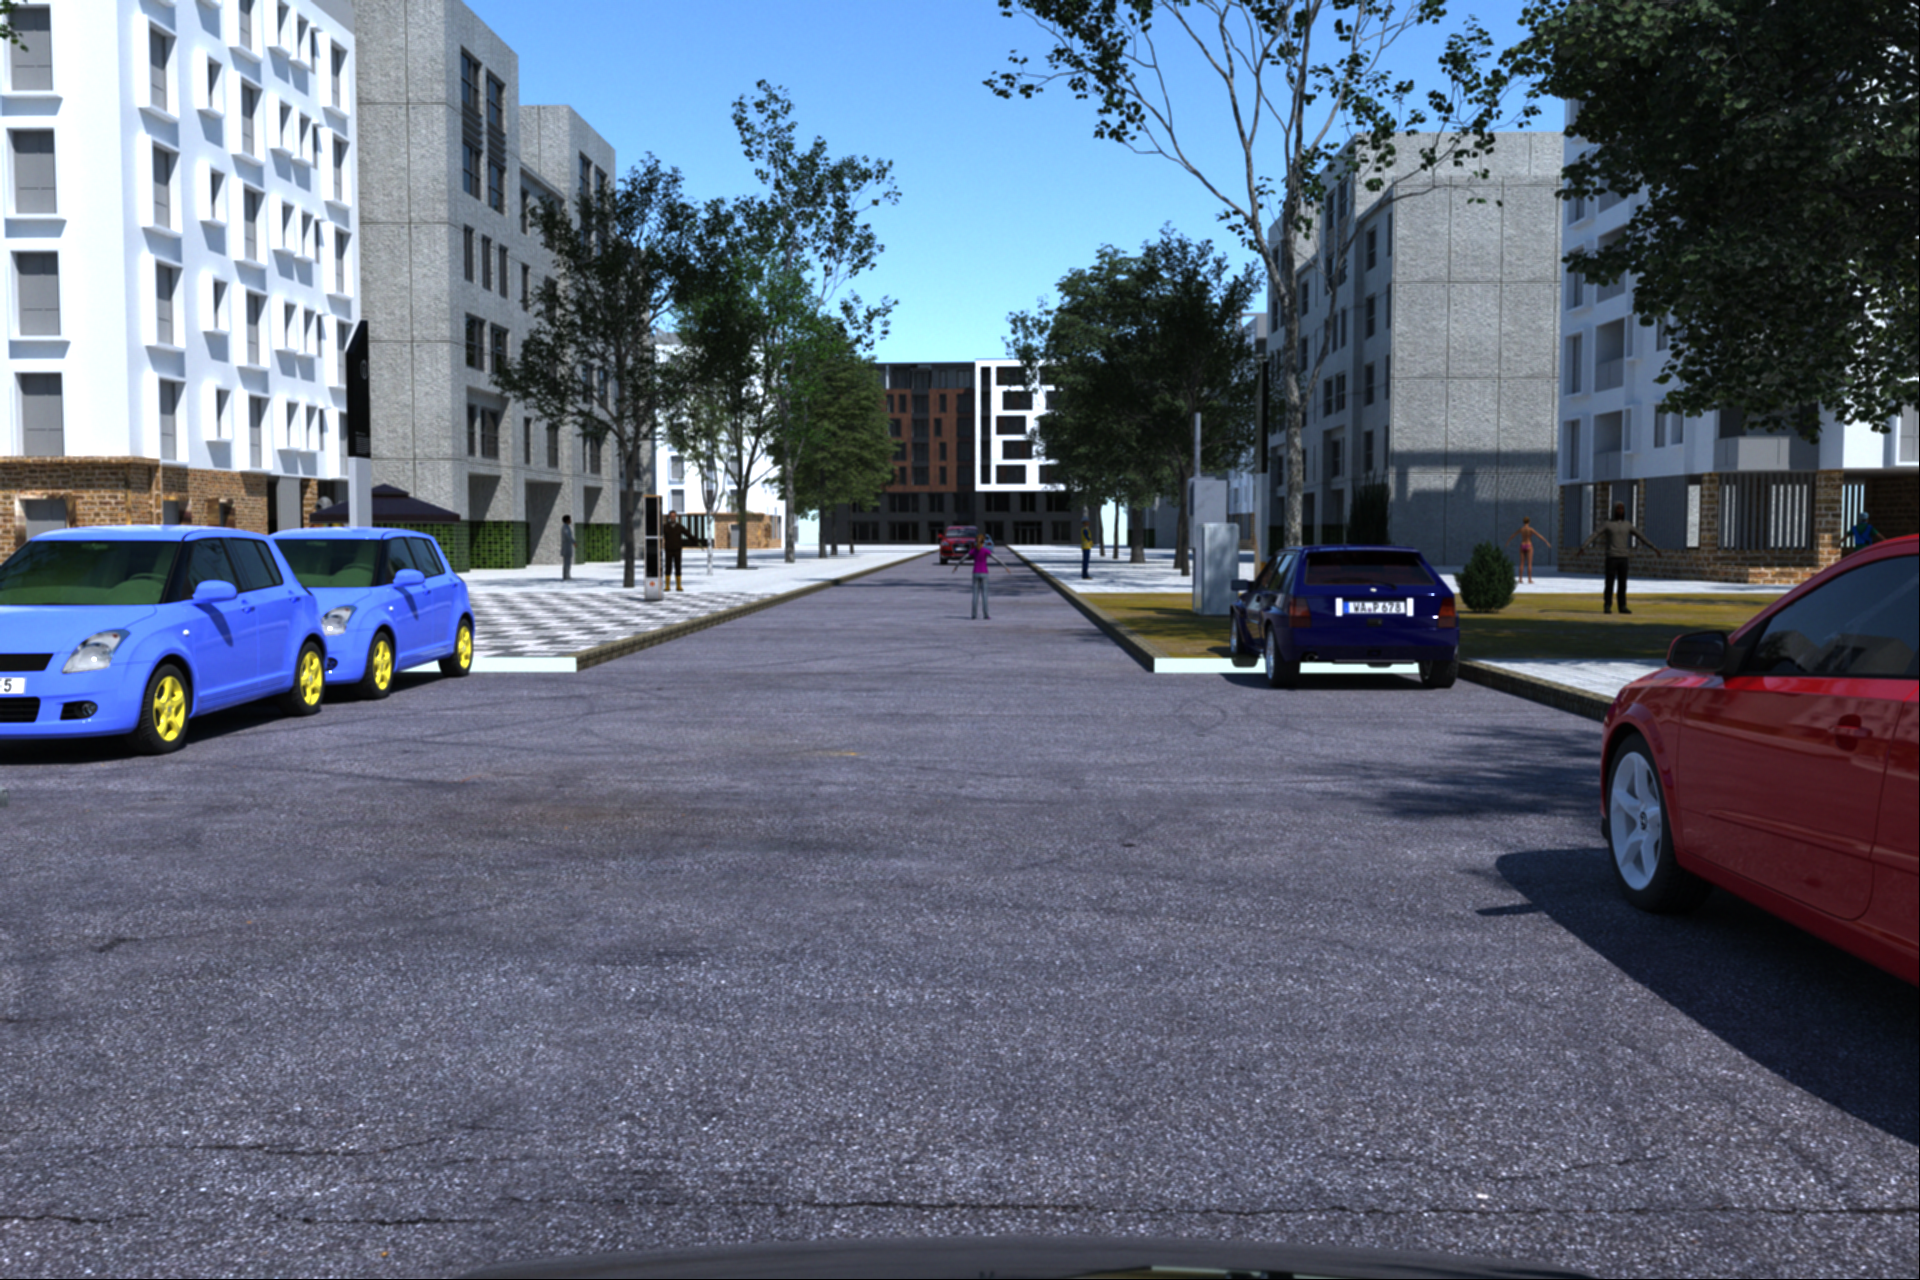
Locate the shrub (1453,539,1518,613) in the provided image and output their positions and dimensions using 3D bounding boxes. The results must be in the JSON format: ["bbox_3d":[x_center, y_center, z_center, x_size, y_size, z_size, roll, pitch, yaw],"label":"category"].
[{"bbox_3d":[8.530,-1.038,28.095,1.383,1.207,1.383,0,3,0],"label":"shrub"}]

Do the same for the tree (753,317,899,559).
[{"bbox_3d":[-7.058,-10.523,90.180,7.486,12.596,7.792,0,3,0],"label":"tree"}]

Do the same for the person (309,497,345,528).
[{"bbox_3d":[-9.814,-1.283,26.753,0.705,1.858,1.354,2,4,30],"label":"person"}]

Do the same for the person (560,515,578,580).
[{"bbox_3d":[-10.864,-2.558,48.012,0.705,1.806,1.347,-2,4,-25],"label":"person"}]

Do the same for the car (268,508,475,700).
[{"bbox_3d":[-5.811,-0.398,16.103,1.945,1.707,3.694,0,4,1],"label":"car"}]

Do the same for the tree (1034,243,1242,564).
[{"bbox_3d":[7.633,-10.284,74.805,9.857,13.997,8.962,0,3,0],"label":"tree"}]

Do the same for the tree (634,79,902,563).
[{"bbox_3d":[-8.560,-13.419,75.287,12.611,20.169,13.585,0,3,0],"label":"tree"}]

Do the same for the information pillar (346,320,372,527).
[{"bbox_3d":[-6.510,-1.679,18.809,0.183,3.616,0.504,0,4,1],"label":"information pillar"}]

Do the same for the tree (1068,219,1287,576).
[{"bbox_3d":[6.578,-7.218,52.431,7.601,10.594,8.767,-2,4,-31],"label":"tree"}]

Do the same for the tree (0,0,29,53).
[{"bbox_3d":[-11.999,-5.467,15.136,9.928,11.665,9.643,0,3,0],"label":"tree"}]

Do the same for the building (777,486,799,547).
[{"bbox_3d":[-21.429,-14.732,183.016,9.099,9.664,28.070,0,4,0],"label":"building"}]

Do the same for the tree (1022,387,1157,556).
[{"bbox_3d":[8.064,-10.087,99.332,8.767,10.594,7.601,-1,4,-23],"label":"tree"}]

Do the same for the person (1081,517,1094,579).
[{"bbox_3d":[3.646,-2.604,49.047,0.721,1.772,1.216,0,4,-3],"label":"person"}]

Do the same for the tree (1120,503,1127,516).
[{"bbox_3d":[23.037,-16.909,210.869,7.601,10.594,8.767,0,4,3],"label":"tree"}]

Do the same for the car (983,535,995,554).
[{"bbox_3d":[1.256,-6.021,110.444,2.014,1.417,4.499,0,4,0],"label":"car"}]

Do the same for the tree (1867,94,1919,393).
[{"bbox_3d":[16.827,-4.793,28.721,4.737,8.622,4.395,0,3,0],"label":"tree"}]

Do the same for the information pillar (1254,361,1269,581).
[{"bbox_3d":[4.135,-1.982,23.759,0.183,3.616,0.504,0,4,-1],"label":"information pillar"}]

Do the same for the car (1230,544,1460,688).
[{"bbox_3d":[3.778,-0.301,17.501,1.945,1.354,3.894,0,4,1],"label":"car"}]

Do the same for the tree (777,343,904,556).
[{"bbox_3d":[-7.032,-11.230,101.735,7.486,12.596,7.792,0,3,0],"label":"tree"}]

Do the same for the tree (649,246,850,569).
[{"bbox_3d":[-7.889,-8.388,62.905,9.928,11.665,9.643,0,3,0],"label":"tree"}]

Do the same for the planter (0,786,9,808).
[{"bbox_3d":[-6.008,0.764,8.643,1.991,0.319,1.994,0,4,1],"label":"planter"}]

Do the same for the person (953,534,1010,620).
[{"bbox_3d":[0.354,-1.062,29.080,0.991,1.433,0.599,1,4,12],"label":"person"}]

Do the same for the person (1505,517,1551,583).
[{"bbox_3d":[14.840,-2.355,45.309,1.217,1.733,0.721,3,4,39],"label":"person"}]

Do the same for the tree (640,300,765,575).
[{"bbox_3d":[-7.719,-6.327,53.802,4.360,8.622,3.978,0,3,0],"label":"tree"}]

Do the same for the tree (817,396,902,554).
[{"bbox_3d":[-7.313,-10.860,111.981,7.601,10.594,8.767,-2,4,-32],"label":"tree"}]

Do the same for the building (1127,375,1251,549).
[{"bbox_3d":[25.612,-18.277,165.288,16.747,18.905,31.486,0,4,1],"label":"building"}]

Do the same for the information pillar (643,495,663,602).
[{"bbox_3d":[-5.843,-1.745,33.026,0.304,2.012,0.304,0,4,3],"label":"information pillar"}]

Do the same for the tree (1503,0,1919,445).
[{"bbox_3d":[9.850,-6.686,15.973,9.857,13.997,8.962,0,3,0],"label":"tree"}]

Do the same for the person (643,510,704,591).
[{"bbox_3d":[-6.426,-1.998,38.803,1.346,1.812,0.704,-1,4,-13],"label":"person"}]

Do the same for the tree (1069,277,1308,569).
[{"bbox_3d":[8.084,-7.870,63.086,8.767,10.594,7.601,-1,4,-18],"label":"tree"}]

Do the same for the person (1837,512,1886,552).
[{"bbox_3d":[22.284,-2.238,42.715,0.704,1.817,1.347,-3,5,-39],"label":"person"}]

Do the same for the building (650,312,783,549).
[{"bbox_3d":[-21.773,-17.840,148.111,16.016,20.090,11.380,0,4,2],"label":"building"}]

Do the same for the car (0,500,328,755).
[{"bbox_3d":[-5.955,-0.170,12.375,1.945,1.707,3.694,0,4,1],"label":"car"}]

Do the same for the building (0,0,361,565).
[{"bbox_3d":[-24.395,-11.373,42.361,16.016,20.090,11.380,0,4,2],"label":"building"}]

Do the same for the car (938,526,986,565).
[{"bbox_3d":[0.094,-4.479,81.910,2.281,1.827,5.304,0,4,1],"label":"car"}]

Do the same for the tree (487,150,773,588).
[{"bbox_3d":[-7.688,-6.546,41.436,8.767,10.594,7.601,3,5,42],"label":"tree"}]

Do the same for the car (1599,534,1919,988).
[{"bbox_3d":[3.428,0.230,5.284,2.155,1.783,4.494,0,4,1],"label":"car"}]

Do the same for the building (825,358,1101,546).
[{"bbox_3d":[1.001,-22.532,214.832,32.646,21.610,27.936,0,4,6],"label":"building"}]

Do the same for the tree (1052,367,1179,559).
[{"bbox_3d":[8.238,-9.396,88.035,7.601,10.594,8.767,-2,4,-27],"label":"tree"}]

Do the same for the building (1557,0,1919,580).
[{"bbox_3d":[25.302,-12.239,56.531,16.016,20.090,11.380,0,4,1],"label":"building"}]

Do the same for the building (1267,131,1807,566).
[{"bbox_3d":[25.913,-13.359,84.870,16.747,18.905,31.486,0,4,1],"label":"building"}]

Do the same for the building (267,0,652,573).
[{"bbox_3d":[-24.439,-12.569,71.968,16.747,18.905,31.486,0,4,2],"label":"building"}]

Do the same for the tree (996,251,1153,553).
[{"bbox_3d":[8.564,-16.026,117.918,12.611,20.169,13.585,0,3,0],"label":"tree"}]

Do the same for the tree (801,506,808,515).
[{"bbox_3d":[-21.192,-16.774,208.669,7.601,10.594,8.767,0,4,0],"label":"tree"}]

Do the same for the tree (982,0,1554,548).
[{"bbox_3d":[6.376,-11.098,37.342,12.611,20.169,13.585,0,3,0],"label":"tree"}]

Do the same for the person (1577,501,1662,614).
[{"bbox_3d":[10.599,-1.333,27.918,1.348,1.813,0.705,0,3,0],"label":"person"}]

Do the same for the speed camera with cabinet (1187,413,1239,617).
[{"bbox_3d":[4.044,-2.036,27.629,0.660,3.252,2.038,0,4,1],"label":"speed camera with cabinet"}]

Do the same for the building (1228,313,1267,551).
[{"bbox_3d":[27.755,-17.640,144.838,16.016,20.090,11.380,0,4,1],"label":"building"}]
